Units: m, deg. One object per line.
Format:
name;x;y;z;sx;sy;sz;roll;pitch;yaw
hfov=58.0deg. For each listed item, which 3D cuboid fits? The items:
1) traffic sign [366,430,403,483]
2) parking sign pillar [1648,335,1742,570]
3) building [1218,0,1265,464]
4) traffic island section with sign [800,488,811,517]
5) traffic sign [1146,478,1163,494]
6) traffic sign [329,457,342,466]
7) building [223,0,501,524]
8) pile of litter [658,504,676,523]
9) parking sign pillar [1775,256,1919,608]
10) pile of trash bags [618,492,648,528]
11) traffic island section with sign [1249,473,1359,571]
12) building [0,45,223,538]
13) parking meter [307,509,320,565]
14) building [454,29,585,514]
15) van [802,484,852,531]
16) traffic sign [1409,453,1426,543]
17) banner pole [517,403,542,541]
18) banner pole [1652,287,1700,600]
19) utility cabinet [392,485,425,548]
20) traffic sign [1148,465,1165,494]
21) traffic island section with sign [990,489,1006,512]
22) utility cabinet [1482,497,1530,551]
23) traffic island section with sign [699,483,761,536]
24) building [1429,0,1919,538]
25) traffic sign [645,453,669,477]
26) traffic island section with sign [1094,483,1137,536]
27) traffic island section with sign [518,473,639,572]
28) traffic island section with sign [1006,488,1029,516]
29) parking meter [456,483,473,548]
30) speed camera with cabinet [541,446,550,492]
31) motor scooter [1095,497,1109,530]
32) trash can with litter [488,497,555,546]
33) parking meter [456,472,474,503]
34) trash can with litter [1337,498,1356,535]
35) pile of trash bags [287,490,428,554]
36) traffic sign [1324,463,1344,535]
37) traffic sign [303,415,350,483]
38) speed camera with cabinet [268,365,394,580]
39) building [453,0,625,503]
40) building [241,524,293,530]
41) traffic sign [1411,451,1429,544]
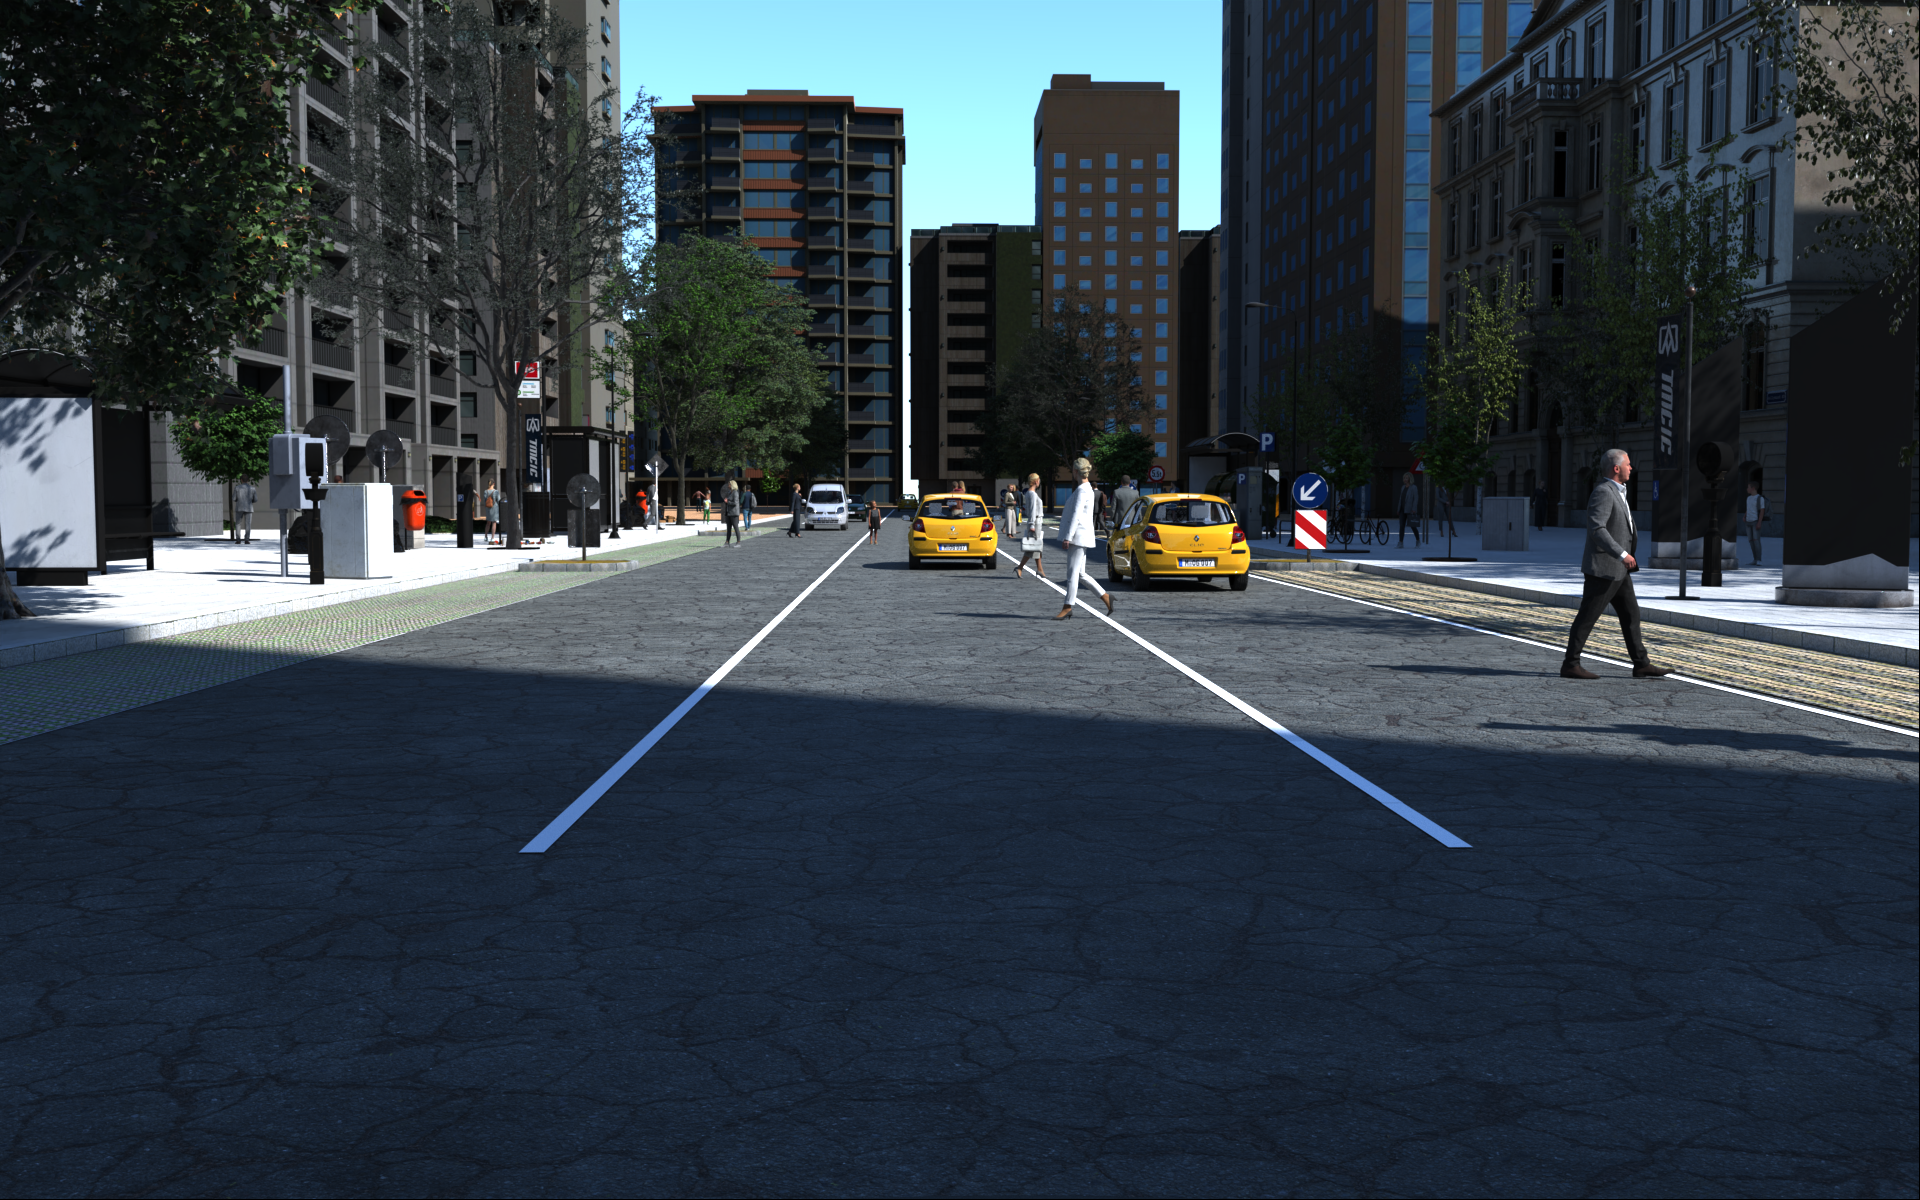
traffic sign;-11.388;-2.089;34.261;0.768;2.556;0.104;0;4;6
parking sign pillar;12.627;-2.523;29.727;1.447;3.967;1.447;0;4;6
building;30.513;-36.044;131.322;21.231;58.520;28.212;0;4;-2
traffic island section with sign;-9.335;-6.222;110.352;1.989;1.847;2.006;0;4;-2
traffic sign;9.213;-5.040;82.401;0.884;2.594;0.081;0;4;6
traffic sign;-11.637;-1.934;31.727;0.768;2.556;0.104;0;4;4
building;-36.215;-39.964;91.661;20.563;71.187;20.611;0;4;-2
pile of litter;-13.313;-3.930;78.221;1.176;0.858;1.719;2;4;34
parking sign pillar;10.303;-1.933;20.084;1.447;3.967;1.447;2;4;24
pile of trash bags;-13.072;-3.546;67.724;1.912;1.369;3.447;1;4;16
traffic island section with sign;6.394;-1.492;33.021;1.989;1.847;2.006;0;4;-2
building;-33.184;-30.352;38.258;21.231;58.520;28.212;0;4;-2
parking meter;-11.653;-1.571;31.395;0.255;1.863;0.399;0;4;0
building;-32.649;-20.791;111.638;14.160;30.474;14.107;0;4;-2
van;-5.333;-3.816;69.399;2.013;2.044;4.112;0;4;-2
traffic sign;12.257;-2.796;45.717;0.884;2.594;0.081;0;4;6
banner pole;-11.853;-3.520;47.569;0.863;3.779;0.401;1;4;11
banner pole;8.753;-1.909;21.226;0.401;3.779;0.863;-1;4;-14
utility cabinet;-13.036;-1.956;40.661;1.173;1.500;0.318;3;5;41
traffic sign;8.599;-4.630;75.806;0.768;2.556;0.104;0;4;1
traffic island section with sign;3.402;-7.934;138.342;1.989;1.847;2.006;0;4;-2
utility cabinet;12.390;-1.724;39.345;0.306;1.237;1.020;-3;5;-44
traffic island section with sign;-7.884;-3.117;59.592;1.989;1.847;2.006;0;4;-2
building;28.687;-15.153;66.843;14.460;24.649;34.723;0;4;-2
traffic sign;-9.840;-3.449;56.128;0.795;2.593;0.064;0;4;3
traffic island section with sign;5.618;-3.150;60.130;1.989;1.847;2.006;0;4;-2
traffic island section with sign;-7.125;-1.469;32.647;1.989;1.847;2.006;0;4;-2
traffic island section with sign;4.158;-6.286;111.398;1.989;1.847;2.006;0;4;-2
parking meter;-11.837;-2.017;41.385;0.372;1.533;0.369;0;3;0
speed camera with cabinet;-14.144;-4.093;61.258;2.038;3.252;0.660;2;4;28
motor scooter;5.311;-3.281;66.415;0.815;1.314;1.986;0;4;-3
trash can with litter;-11.127;-2.022;44.119;1.678;1.210;2.233;3;4;38
parking meter;-13.328;-2.504;46.645;0.399;1.863;0.255;-3;5;-39
trash can with litter;12.118;-2.642;54.585;0.624;1.170;1.055;0;4;4
pile of trash bags;-13.086;-1.744;38.264;1.912;1.369;3.447;2;4;26
traffic sign;11.601;-3.288;53.861;0.768;2.556;0.104;0;4;-1
traffic sign;-10.161;-1.693;27.783;0.768;2.556;0.104;0;4;0
speed camera with cabinet;-9.638;-1.969;26.525;2.038;3.252;0.660;2;4;27
building;-38.241;-31.134;132.740;21.600;48.544;21.300;0;4;-2
building;-34.464;-38.651;70.199;20.563;71.187;20.611;0;4;-2
traffic sign;11.921;-2.699;44.125;0.884;2.594;0.081;0;4;6
